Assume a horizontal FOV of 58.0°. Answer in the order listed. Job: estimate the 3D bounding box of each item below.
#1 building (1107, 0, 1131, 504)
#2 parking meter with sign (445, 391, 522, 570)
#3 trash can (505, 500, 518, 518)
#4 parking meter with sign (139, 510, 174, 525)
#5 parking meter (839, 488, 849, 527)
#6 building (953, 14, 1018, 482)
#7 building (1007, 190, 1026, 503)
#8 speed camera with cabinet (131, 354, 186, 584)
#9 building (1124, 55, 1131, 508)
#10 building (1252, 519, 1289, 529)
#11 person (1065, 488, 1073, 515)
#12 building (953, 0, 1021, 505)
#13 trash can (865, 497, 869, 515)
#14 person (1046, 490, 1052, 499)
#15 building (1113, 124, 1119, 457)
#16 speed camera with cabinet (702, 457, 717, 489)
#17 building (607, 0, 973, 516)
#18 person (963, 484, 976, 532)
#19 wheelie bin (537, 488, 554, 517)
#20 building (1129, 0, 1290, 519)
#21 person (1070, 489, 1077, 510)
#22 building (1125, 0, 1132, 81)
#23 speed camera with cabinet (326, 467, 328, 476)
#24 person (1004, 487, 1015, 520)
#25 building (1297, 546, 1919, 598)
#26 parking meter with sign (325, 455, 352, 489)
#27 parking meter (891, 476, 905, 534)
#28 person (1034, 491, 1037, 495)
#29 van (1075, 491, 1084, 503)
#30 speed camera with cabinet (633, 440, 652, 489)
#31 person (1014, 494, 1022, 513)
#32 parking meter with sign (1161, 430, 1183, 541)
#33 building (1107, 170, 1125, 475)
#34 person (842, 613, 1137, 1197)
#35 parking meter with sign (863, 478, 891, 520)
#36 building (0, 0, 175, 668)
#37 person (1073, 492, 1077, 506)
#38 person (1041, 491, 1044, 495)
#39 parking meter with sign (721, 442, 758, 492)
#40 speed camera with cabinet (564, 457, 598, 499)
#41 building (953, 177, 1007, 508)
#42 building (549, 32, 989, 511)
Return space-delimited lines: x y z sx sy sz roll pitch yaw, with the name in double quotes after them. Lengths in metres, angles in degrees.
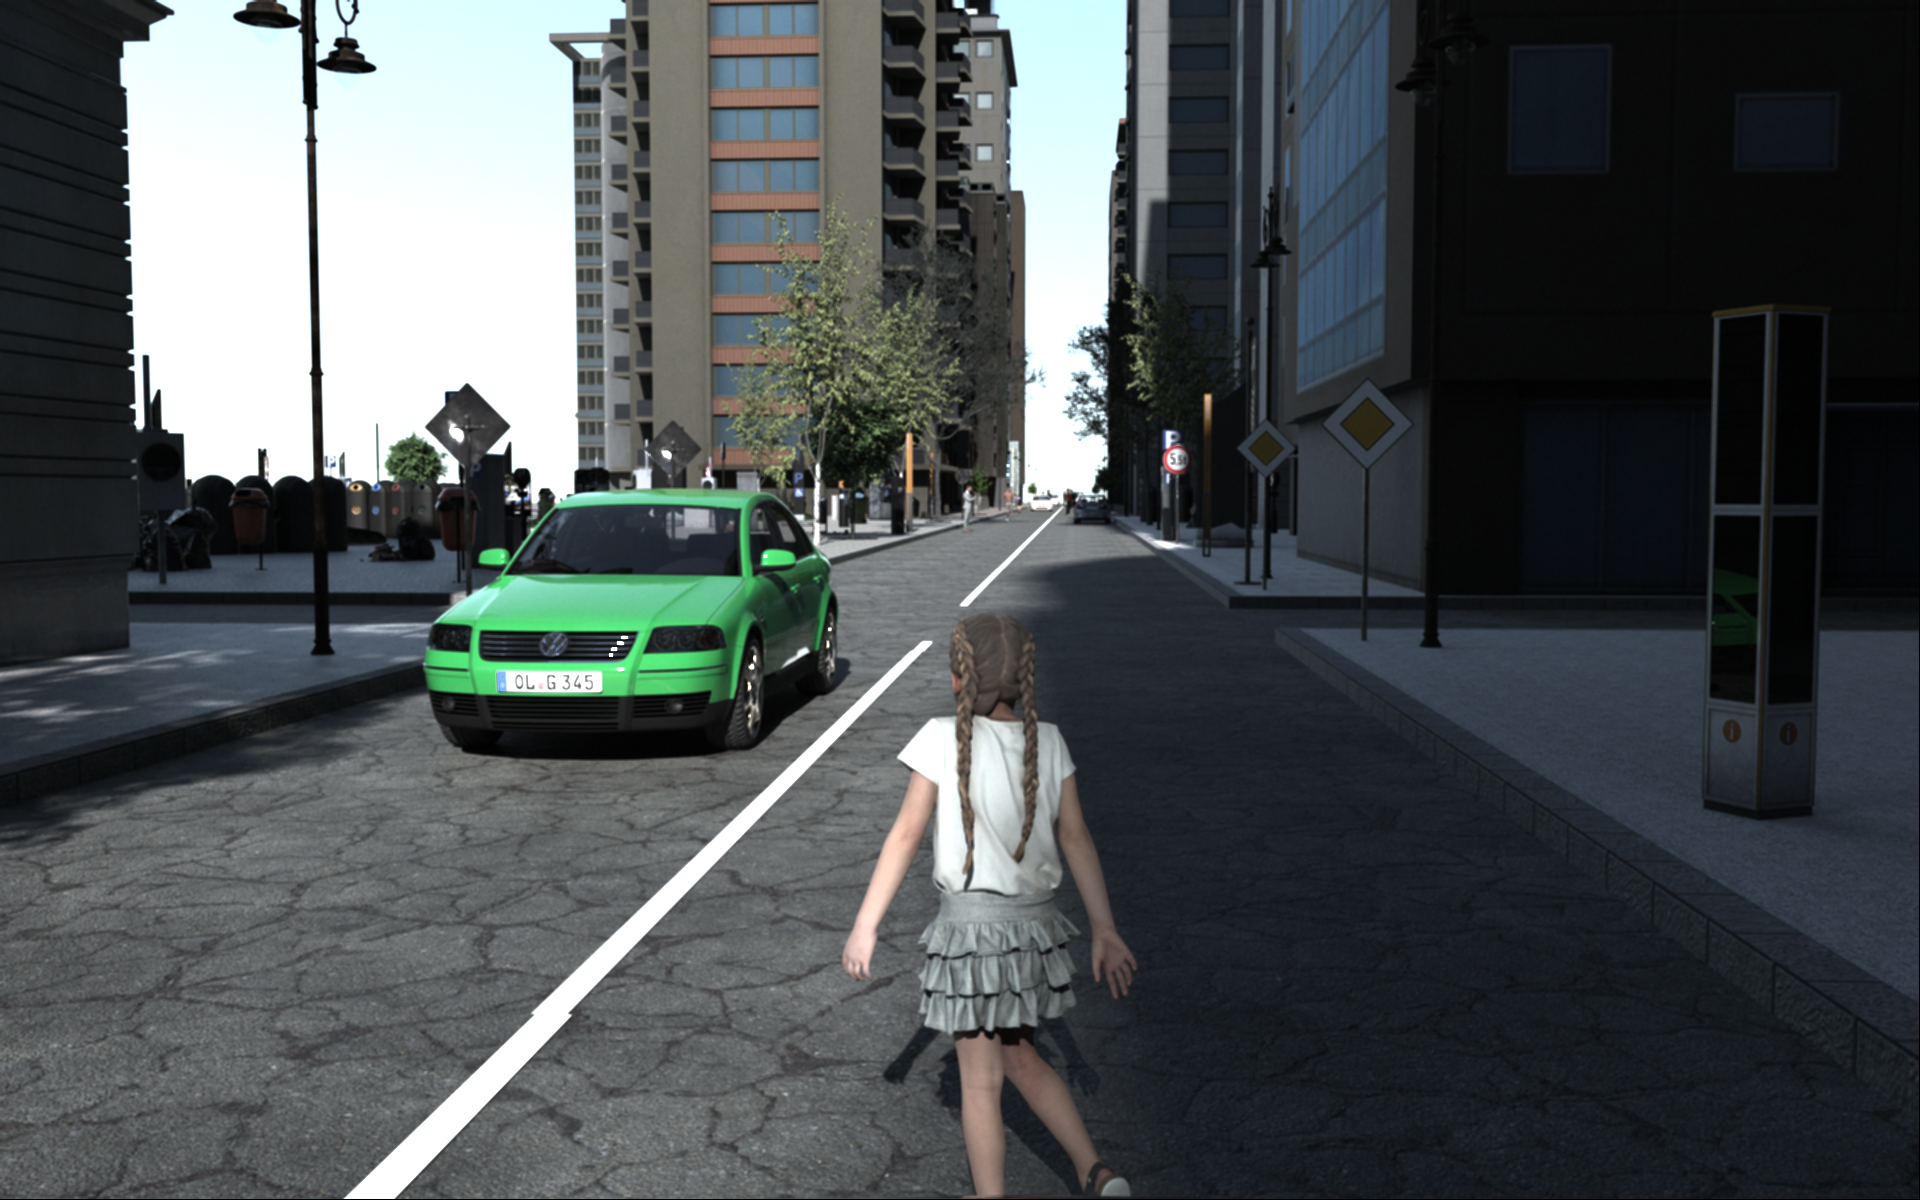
29.573 -47.983 222.765 20.563 71.187 20.611 0 4 4 "building"
-8.227 -2.070 30.098 0.543 3.016 1.738 1 4 14 "parking meter with sign"
-10.276 -1.658 38.763 0.748 1.137 0.748 0 3 0 "trash can"
-18.671 -2.632 39.293 1.738 3.016 0.543 -3 5 -40 "parking meter with sign"
-4.517 -3.602 67.309 0.372 1.533 0.369 0 3 0 "parking meter"
-8.205 -37.179 197.116 28.713 52.752 27.495 0 4 4 "building"
2.310 -36.610 248.685 14.600 45.320 14.200 0 4 4 "building"
-11.888 -1.816 24.028 0.660 3.252 2.038 3 5 44 "speed camera with cabinet"
22.709 -29.424 164.672 14.154 41.232 14.086 0 4 4 "building"
22.648 -32.566 74.458 21.231 58.520 28.212 0 4 4 "building"
7.509 -6.803 119.699 0.705 1.831 1.348 2 4 25 "person"
-2.964 -55.810 225.170 22.319 86.520 31.000 0 4 4 "building"
-5.031 -5.143 95.749 0.748 1.137 0.748 0 3 0 "trash can"
8.822 -10.100 173.262 0.705 1.869 1.348 3 5 43 "person"
28.857 -33.287 198.872 22.147 44.769 28.867 0 4 4 "building"
-14.031 -6.001 92.446 2.038 3.252 0.660 1 4 11 "speed camera with cabinet"
-10.648 -28.076 113.660 22.147 44.769 28.867 0 4 4 "building"
0.359 -3.473 65.463 0.466 1.800 0.511 0 4 8 "person"
-21.415 -4.998 89.626 0.693 1.594 0.980 2 4 35 "wheelie bin"
21.745 -34.948 113.400 21.231 58.520 28.212 0 4 4 "building"
10.280 -9.298 160.153 1.348 1.869 0.705 3 4 36 "person"
24.734 -29.837 142.455 22.147 44.769 28.867 0 4 4 "building"
-34.245 -5.954 91.686 2.038 3.252 0.660 1 4 11 "speed camera with cabinet"
2.714 -5.245 94.236 0.573 1.828 0.580 3 4 38 "person"
13.109 -23.025 26.570 14.200 45.320 14.600 0 4 4 "building"
-27.616 -4.973 77.574 1.738 3.016 0.543 2 4 32 "parking meter with sign"
-1.976 -3.027 55.202 0.399 1.863 0.255 -3 5 -42 "parking meter"
8.519 -11.354 194.812 0.551 1.740 0.621 2 4 25 "person"
16.162 -13.962 235.283 2.013 2.044 4.112 0 4 3 "van"
-11.775 -4.225 63.420 0.660 3.252 2.038 -1 4 -21 "speed camera with cabinet"
4.462 -7.437 133.320 0.697 1.427 0.421 2 4 26 "person"
5.813 -3.155 47.850 0.543 3.016 1.738 0 4 3 "parking meter with sign"
31.827 -38.005 245.090 21.300 48.544 21.600 0 4 4 "building"
0.051 0.633 3.161 0.505 1.210 0.382 -2 4 -24 "person"
-4.079 -5.415 84.790 1.738 3.016 0.543 3 5 39 "parking meter with sign"
-17.012 -10.606 9.559 21.152 22.565 11.583 0 4 4 "building"
13.272 -11.812 202.349 1.217 1.736 0.721 -3 4 -38 "person"
9.693 -11.815 201.756 0.705 1.814 1.350 -1 4 -23 "person"
-7.206 -3.828 58.853 1.738 3.016 0.543 -1 4 -13 "parking meter with sign"
-20.305 -6.060 93.418 2.038 3.252 0.660 0 4 8 "speed camera with cabinet"
-2.924 -23.768 160.307 14.160 30.474 14.107 0 4 4 "building"
-14.042 -27.443 140.582 32.217 40.220 23.993 0 4 4 "building"
